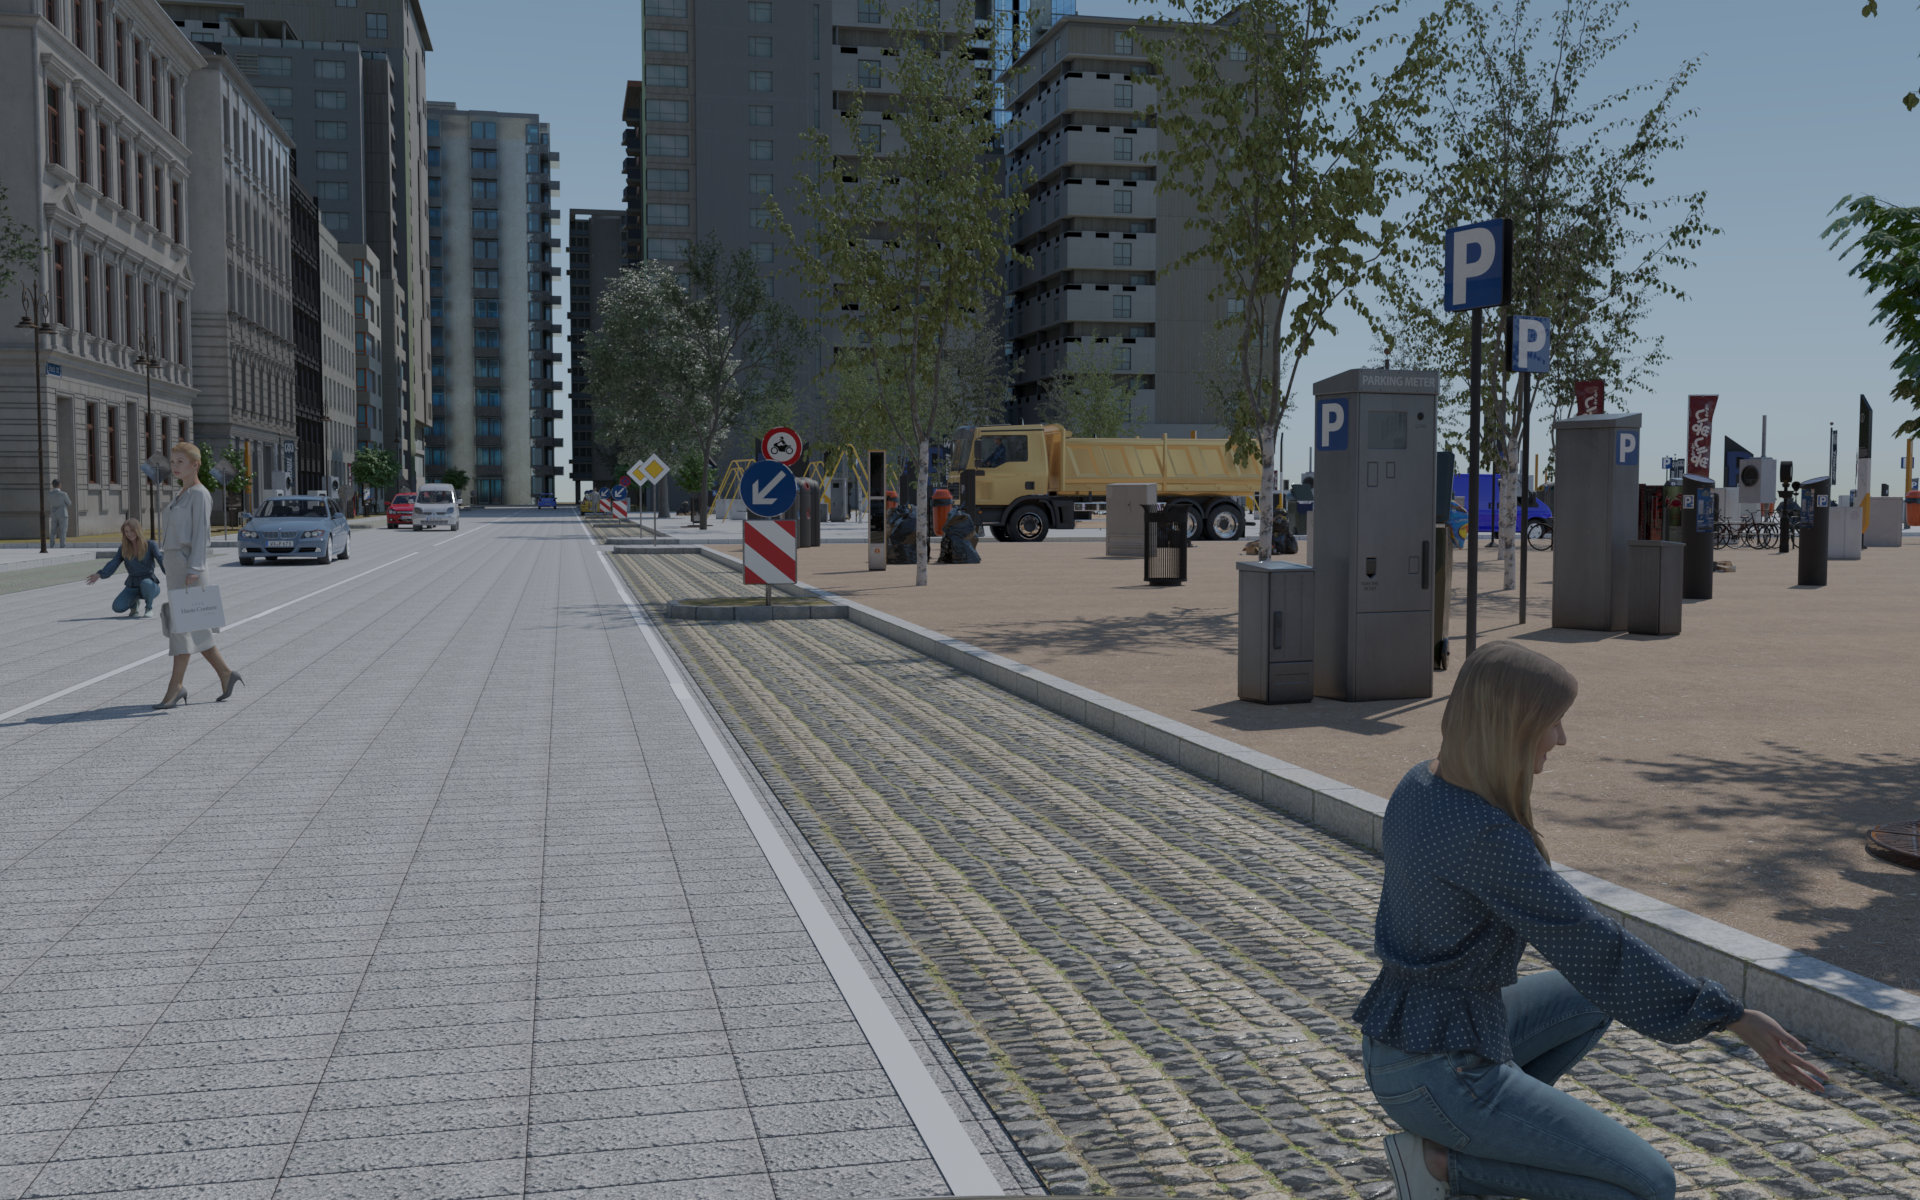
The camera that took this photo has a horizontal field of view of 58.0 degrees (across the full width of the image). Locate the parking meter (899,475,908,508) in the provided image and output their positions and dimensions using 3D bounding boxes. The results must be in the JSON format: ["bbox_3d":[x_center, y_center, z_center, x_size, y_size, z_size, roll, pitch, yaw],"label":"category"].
[{"bbox_3d":[-1.763,-2.966,54.207,0.255,1.863,0.399,0,4,-5],"label":"parking meter"}]

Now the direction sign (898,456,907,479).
[{"bbox_3d":[-3.425,-6.804,103.238,0.379,3.537,0.876,3,4,37],"label":"direction sign"}]

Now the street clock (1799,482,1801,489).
[{"bbox_3d":[46.864,-5.659,97.097,0.471,2.002,0.358,3,4,37],"label":"street clock"}]

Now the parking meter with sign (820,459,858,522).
[{"bbox_3d":[-5.558,-5.069,79.145,1.738,3.016,0.543,0,4,8],"label":"parking meter with sign"}]

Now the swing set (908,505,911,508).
[{"bbox_3d":[-3.980,-5.795,92.362,2.862,2.851,3.119,-1,4,-10],"label":"swing set"}]

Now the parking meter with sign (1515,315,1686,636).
[{"bbox_3d":[6.013,-1.230,16.373,0.543,3.016,1.738,-2,4,-32],"label":"parking meter with sign"}]

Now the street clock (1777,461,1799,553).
[{"bbox_3d":[18.052,-2.037,37.881,0.358,2.002,0.471,2,4,30],"label":"street clock"}]

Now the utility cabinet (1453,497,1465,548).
[{"bbox_3d":[11.469,-1.842,41.285,1.020,1.237,0.306,0,4,-3],"label":"utility cabinet"}]

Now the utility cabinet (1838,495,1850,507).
[{"bbox_3d":[52.875,-5.632,103.244,1.020,1.237,0.306,-1,4,-13],"label":"utility cabinet"}]

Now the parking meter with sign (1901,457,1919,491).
[{"bbox_3d":[44.316,-5.163,80.676,0.543,3.016,1.738,1,4,15],"label":"parking meter with sign"}]

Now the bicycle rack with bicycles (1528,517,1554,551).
[{"bbox_3d":[14.678,-1.573,39.095,2.925,0.926,2.852,3,5,41],"label":"bicycle rack with bicycles"}]

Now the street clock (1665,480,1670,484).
[{"bbox_3d":[37.059,-5.254,90.467,0.471,2.002,0.358,-1,4,-19],"label":"street clock"}]

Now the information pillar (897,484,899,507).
[{"bbox_3d":[-3.690,-6.322,107.863,0.304,2.012,0.304,3,5,43],"label":"information pillar"}]

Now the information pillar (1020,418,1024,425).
[{"bbox_3d":[1.925,-3.806,53.576,0.183,3.616,0.504,1,4,10],"label":"information pillar"}]

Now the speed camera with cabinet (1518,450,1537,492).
[{"bbox_3d":[25.663,-5.096,77.656,0.660,3.252,2.038,-1,4,-11],"label":"speed camera with cabinet"}]

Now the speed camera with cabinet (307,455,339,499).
[{"bbox_3d":[-32.345,-5.726,87.961,0.660,3.252,2.038,1,4,11],"label":"speed camera with cabinet"}]

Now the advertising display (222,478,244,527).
[{"bbox_3d":[-28.369,-3.816,67.603,0.974,1.923,0.123,1,4,22],"label":"advertising display"}]

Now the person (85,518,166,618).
[{"bbox_3d":[-9.489,-0.374,20.111,1.012,1.151,0.738,0,4,-5],"label":"person"}]

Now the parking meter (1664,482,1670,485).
[{"bbox_3d":[34.541,-4.818,84.485,0.255,1.863,0.399,-2,4,-28],"label":"parking meter"}]

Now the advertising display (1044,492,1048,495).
[{"bbox_3d":[3.670,-3.750,66.518,0.974,1.923,0.123,-1,4,-22],"label":"advertising display"}]

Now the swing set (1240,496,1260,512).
[{"bbox_3d":[13.646,-5.257,83.568,2.862,2.851,3.119,0,4,-3],"label":"swing set"}]

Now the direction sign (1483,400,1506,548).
[{"bbox_3d":[12.803,-3.029,41.529,0.876,3.537,0.379,-3,5,-39],"label":"direction sign"}]

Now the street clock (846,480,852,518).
[{"bbox_3d":[-5.893,-5.328,91.690,0.358,2.002,0.471,-2,4,-29],"label":"street clock"}]

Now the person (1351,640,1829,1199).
[{"bbox_3d":[1.150,0.643,3.485,0.738,1.151,1.012,0,4,3],"label":"person"}]

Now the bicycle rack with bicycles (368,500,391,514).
[{"bbox_3d":[-38.059,-6.141,113.780,2.852,0.926,2.925,-1,4,-17],"label":"bicycle rack with bicycles"}]

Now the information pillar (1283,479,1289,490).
[{"bbox_3d":[16.346,-5.036,86.838,0.304,2.012,0.304,1,4,9],"label":"information pillar"}]

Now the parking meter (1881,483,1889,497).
[{"bbox_3d":[50.986,-5.491,95.489,0.399,1.863,0.255,-2,4,-33],"label":"parking meter"}]

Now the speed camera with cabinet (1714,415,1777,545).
[{"bbox_3d":[19.690,-3.037,43.993,0.660,3.252,2.038,-2,4,-24],"label":"speed camera with cabinet"}]

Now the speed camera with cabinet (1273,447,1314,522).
[{"bbox_3d":[13.972,-4.789,72.628,2.038,3.252,0.660,1,4,18],"label":"speed camera with cabinet"}]

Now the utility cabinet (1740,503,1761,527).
[{"bbox_3d":[30.371,-3.556,66.813,0.318,1.500,1.173,-1,4,-20],"label":"utility cabinet"}]

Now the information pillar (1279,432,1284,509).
[{"bbox_3d":[12.162,-4.536,65.523,0.183,3.616,0.504,1,4,15],"label":"information pillar"}]

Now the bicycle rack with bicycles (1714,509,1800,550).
[{"bbox_3d":[18.602,-1.682,40.880,2.925,0.926,2.852,0,4,1],"label":"bicycle rack with bicycles"}]

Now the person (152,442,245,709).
[{"bbox_3d":[-5.174,-0.176,11.735,0.624,1.780,0.694,-2,4,-31],"label":"person"}]

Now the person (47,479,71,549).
[{"bbox_3d":[-21.903,-2.047,42.157,0.511,1.800,0.466,-1,4,-8],"label":"person"}]

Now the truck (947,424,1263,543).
[{"bbox_3d":[3.717,-3.260,49.223,9.791,3.379,3.469,-1,4,-12],"label":"truck"}]

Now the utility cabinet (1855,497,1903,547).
[{"bbox_3d":[22.543,-1.918,42.529,1.020,1.237,0.306,1,4,17],"label":"utility cabinet"}]

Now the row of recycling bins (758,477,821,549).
[{"bbox_3d":[-4.052,-2.070,40.955,1.069,1.692,3.534,0,4,7],"label":"row of recycling bins"}]

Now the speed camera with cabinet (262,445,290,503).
[{"bbox_3d":[-27.089,-4.545,68.639,0.660,3.252,2.038,0,4,-6],"label":"speed camera with cabinet"}]

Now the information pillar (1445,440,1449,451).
[{"bbox_3d":[21.144,-5.120,75.068,0.183,3.616,0.504,3,5,45],"label":"information pillar"}]

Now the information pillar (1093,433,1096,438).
[{"bbox_3d":[5.253,-4.636,67.156,0.183,3.616,0.504,1,4,16],"label":"information pillar"}]

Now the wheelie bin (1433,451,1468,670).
[{"bbox_3d":[3.308,-0.306,12.904,0.980,1.594,0.693,1,4,21],"label":"wheelie bin"}]

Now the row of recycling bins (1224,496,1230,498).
[{"bbox_3d":[19.793,-7.383,127.824,1.069,1.692,3.534,1,4,22],"label":"row of recycling bins"}]

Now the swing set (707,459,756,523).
[{"bbox_3d":[-9.944,-4.989,79.194,2.862,2.851,3.119,-2,4,-24],"label":"swing set"}]

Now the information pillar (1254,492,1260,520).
[{"bbox_3d":[14.860,-5.015,86.484,0.304,2.012,0.304,1,4,22],"label":"information pillar"}]

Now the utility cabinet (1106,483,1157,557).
[{"bbox_3d":[3.449,-1.610,35.007,0.318,1.500,1.173,-3,4,-38],"label":"utility cabinet"}]

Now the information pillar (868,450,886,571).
[{"bbox_3d":[-1.387,-1.496,28.958,0.304,2.012,0.304,0,4,-4],"label":"information pillar"}]

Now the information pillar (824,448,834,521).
[{"bbox_3d":[-6.194,-5.557,82.208,0.504,3.616,0.183,0,4,2],"label":"information pillar"}]

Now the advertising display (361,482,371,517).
[{"bbox_3d":[-33.118,-5.588,96.570,0.123,1.923,0.974,0,4,3],"label":"advertising display"}]

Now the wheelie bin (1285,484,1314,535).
[{"bbox_3d":[10.662,-2.845,54.430,0.980,1.594,0.693,-1,4,-18],"label":"wheelie bin"}]

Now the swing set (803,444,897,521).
[{"bbox_3d":[-3.700,-3.552,55.690,2.862,2.851,3.119,-1,4,-9],"label":"swing set"}]

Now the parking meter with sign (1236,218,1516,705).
[{"bbox_3d":[2.586,-0.895,10.888,1.738,3.016,0.543,-2,4,-25],"label":"parking meter with sign"}]

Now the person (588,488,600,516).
[{"bbox_3d":[-22.889,-6.104,108.422,0.709,1.813,0.853,-3,5,-40],"label":"person"}]

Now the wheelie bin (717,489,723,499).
[{"bbox_3d":[-15.798,-6.366,111.994,0.980,1.594,0.693,2,4,31],"label":"wheelie bin"}]

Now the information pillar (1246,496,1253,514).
[{"bbox_3d":[18.371,-7.241,109.741,0.504,3.616,0.183,2,4,27],"label":"information pillar"}]

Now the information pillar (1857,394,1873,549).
[{"bbox_3d":[21.079,-2.999,40.383,0.183,3.616,0.504,0,4,2],"label":"information pillar"}]

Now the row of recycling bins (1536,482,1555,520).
[{"bbox_3d":[19.909,-3.095,57.711,1.069,1.692,3.534,1,4,10],"label":"row of recycling bins"}]

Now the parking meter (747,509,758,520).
[{"bbox_3d":[-6.822,-3.135,56.973,0.399,1.863,0.255,-1,4,-22],"label":"parking meter"}]

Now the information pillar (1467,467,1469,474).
[{"bbox_3d":[38.039,-8.425,129.103,0.504,3.616,0.183,0,4,-5],"label":"information pillar"}]
